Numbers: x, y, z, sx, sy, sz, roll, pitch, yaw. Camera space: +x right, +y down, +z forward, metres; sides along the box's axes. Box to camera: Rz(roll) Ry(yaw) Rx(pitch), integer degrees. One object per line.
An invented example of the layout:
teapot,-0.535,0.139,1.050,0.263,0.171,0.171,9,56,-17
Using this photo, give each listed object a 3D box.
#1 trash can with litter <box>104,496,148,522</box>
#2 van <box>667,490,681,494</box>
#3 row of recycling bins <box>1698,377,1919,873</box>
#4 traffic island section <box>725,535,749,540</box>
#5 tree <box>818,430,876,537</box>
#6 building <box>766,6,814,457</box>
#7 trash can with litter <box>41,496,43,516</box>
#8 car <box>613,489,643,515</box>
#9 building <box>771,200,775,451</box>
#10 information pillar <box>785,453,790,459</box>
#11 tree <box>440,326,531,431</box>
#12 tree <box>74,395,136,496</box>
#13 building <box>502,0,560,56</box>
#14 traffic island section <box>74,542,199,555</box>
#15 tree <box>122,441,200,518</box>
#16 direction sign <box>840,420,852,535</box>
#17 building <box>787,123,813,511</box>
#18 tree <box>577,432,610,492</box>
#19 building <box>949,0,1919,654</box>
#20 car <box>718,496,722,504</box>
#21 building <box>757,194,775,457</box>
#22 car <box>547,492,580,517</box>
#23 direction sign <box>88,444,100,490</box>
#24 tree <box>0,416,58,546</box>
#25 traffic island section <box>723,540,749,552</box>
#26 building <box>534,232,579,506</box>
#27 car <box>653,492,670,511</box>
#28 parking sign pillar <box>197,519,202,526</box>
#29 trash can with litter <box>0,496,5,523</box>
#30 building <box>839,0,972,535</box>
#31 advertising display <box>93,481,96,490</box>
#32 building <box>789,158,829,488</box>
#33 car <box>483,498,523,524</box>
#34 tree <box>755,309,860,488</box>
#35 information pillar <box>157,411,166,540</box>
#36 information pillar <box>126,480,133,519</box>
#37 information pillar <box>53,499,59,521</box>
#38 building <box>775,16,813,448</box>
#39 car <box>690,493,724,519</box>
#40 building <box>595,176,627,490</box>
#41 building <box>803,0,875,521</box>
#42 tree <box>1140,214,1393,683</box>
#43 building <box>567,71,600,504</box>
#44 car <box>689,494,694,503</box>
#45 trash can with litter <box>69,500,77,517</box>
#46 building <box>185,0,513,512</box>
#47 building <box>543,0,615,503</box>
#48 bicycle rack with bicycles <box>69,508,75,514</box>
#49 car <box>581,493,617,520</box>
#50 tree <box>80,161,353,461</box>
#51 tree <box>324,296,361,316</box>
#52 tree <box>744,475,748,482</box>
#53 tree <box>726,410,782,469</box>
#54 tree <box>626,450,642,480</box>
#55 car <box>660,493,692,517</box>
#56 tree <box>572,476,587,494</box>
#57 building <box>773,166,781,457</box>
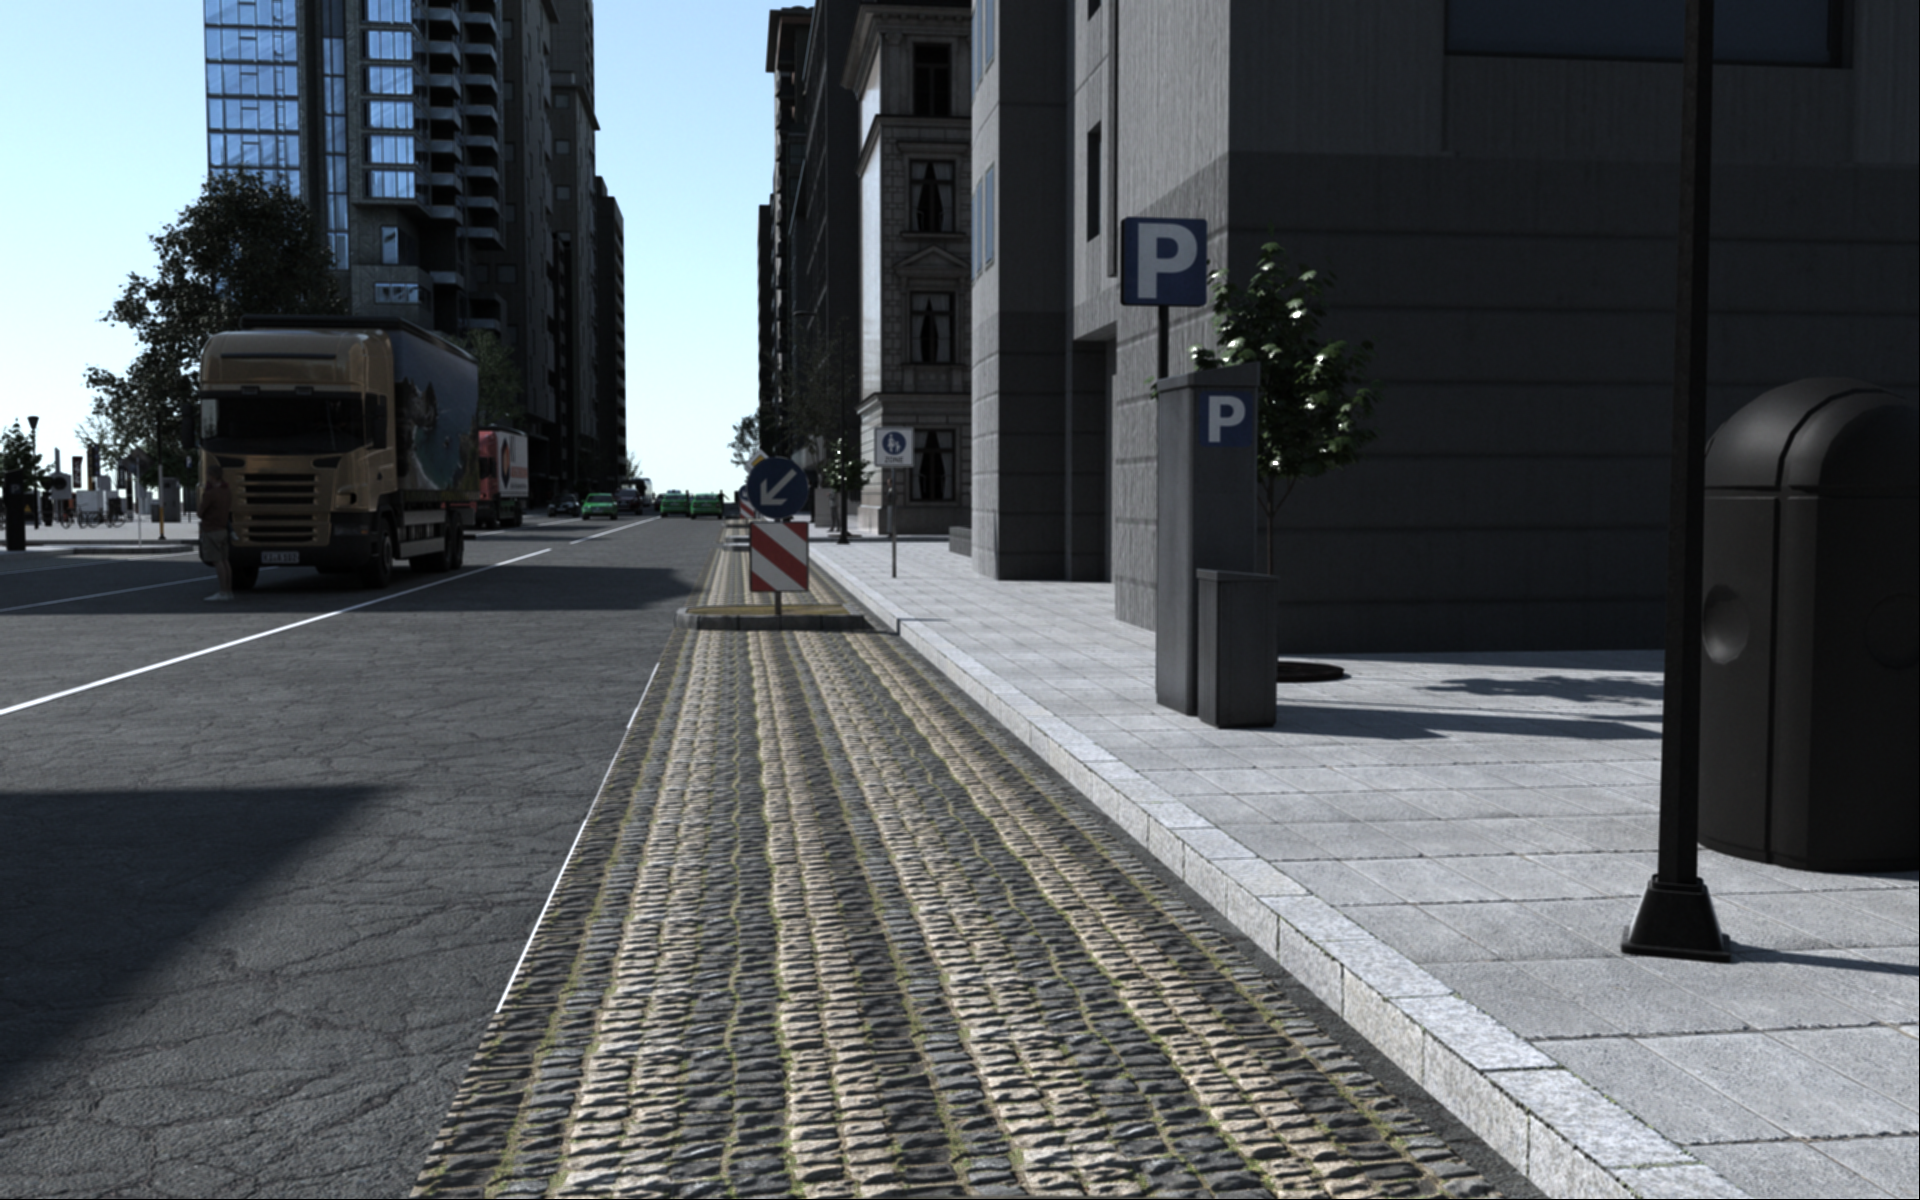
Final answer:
trash can with litter,-38.876,-4.253,80.588,2.233,1.210,1.678,-3,4,-38
van,-27.920,-9.909,169.029,2.013,2.044,4.112,0,4,-8
row of recycling bins,4.413,0.074,5.908,3.534,1.692,1.069,1,4,11
traffic island section,-6.052,-1.825,52.124,2.009,0.180,2.903,0,4,-7
tree,-3.449,-3.501,51.847,1.663,3.219,1.824,0,3,0
building,-6.351,-36.663,188.683,28.713,52.752,27.495,0,4,-7
trash can with litter,-53.259,-5.493,101.196,0.624,1.170,1.055,1,4,23
car,-22.938,-6.748,119.006,2.281,1.827,5.304,0,4,-7
building,-15.663,-38.480,248.752,23.786,49.044,30.456,0,4,-7
information pillar,-9.722,-6.490,97.474,0.504,3.616,0.183,1,4,14
tree,-30.316,-11.047,106.373,9.928,11.665,9.643,0,3,0
tree,-57.042,-10.175,116.718,4.737,8.622,4.395,0,3,0
building,-53.987,-35.315,166.636,28.713,52.752,27.495,0,4,-7
traffic island section,-20.049,-1.223,42.280,2.009,0.180,2.903,0,4,-7
tree,-42.997,-6.666,92.701,4.285,4.588,4.351,0,3,0
direction sign,-3.541,-3.774,53.697,0.379,3.537,0.876,0,4,-3
building,-6.830,-22.458,138.882,14.160,30.474,14.107,0,4,-7
tree,-42.745,-15.320,200.840,4.360,8.622,3.978,0,3,0
building,10.719,-29.676,27.204,21.231,58.520,28.212,0,4,-7
car,-22.711,-8.983,158.874,2.014,1.417,4.499,0,4,-7
building,-21.192,-39.845,275.166,21.300,48.544,21.600,0,4,-7
car,-24.856,-6.047,108.649,2.009,1.686,4.222,-1,4,-8
direction sign,-39.063,-5.269,78.140,0.876,3.537,0.379,2,4,35
tree,-23.253,-2.960,42.996,1.663,3.219,1.824,0,3,0
traffic island section,-5.031,-1.341,44.204,2.009,0.180,2.903,0,4,-7
building,-49.548,-25.512,188.820,14.160,30.474,14.107,0,4,-7
car,-25.236,-8.549,148.819,2.155,1.783,4.494,0,4,-5
parking sign pillar,-30.300,-5.017,70.503,1.447,3.967,1.447,1,4,22
trash can with litter,-41.736,-3.961,75.821,2.233,1.210,1.678,-2,4,-24
building,5.827,-11.929,59.669,19.286,19.102,10.561,0,4,-7
advertising display,-44.264,-5.130,89.084,0.123,1.923,0.974,0,4,3
building,-3.488,-17.980,113.044,14.314,24.678,30.058,0,4,-7
car,-21.941,-4.314,82.337,2.131,1.459,4.920,0,4,-7
tree,-5.673,-7.191,67.933,4.360,8.622,3.978,0,3,0
information pillar,-22.612,-3.525,48.985,0.183,3.616,0.504,-1,4,-23
information pillar,-42.519,-5.149,88.675,0.304,2.012,0.304,-2,4,-28
information pillar,-43.414,-4.815,83.221,0.304,2.012,0.304,-2,4,-32
building,-5.765,-30.939,160.469,22.147,44.769,28.867,0,4,-7
car,-14.562,-5.550,99.536,1.959,1.807,4.718,0,4,-8
building,-62.766,-39.234,265.176,21.300,48.544,21.600,0,4,-7
building,-0.128,-17.873,85.726,14.314,27.812,24.014,0,4,-7
tree,2.065,-1.074,12.158,1.663,3.219,1.824,0,3,0
building,-60.699,-38.521,219.051,28.713,52.752,27.495,0,4,-7
car,-34.315,-12.810,219.028,1.945,1.707,3.694,0,4,-7
trash can with litter,-49.261,-5.199,96.388,1.055,1.170,0.624,0,4,-4
building,-47.199,-50.394,136.620,22.319,86.520,31.000,0,4,-7
building,-59.529,-49.224,243.058,20.563,71.187,20.611,0,4,-7
bicycle rack with bicycles,-55.207,-5.881,109.532,2.852,0.926,2.925,1,4,11
car,-20.028,-5.353,96.317,1.959,1.807,4.718,-1,4,-9
tree,-24.637,-8.733,59.792,9.611,12.733,9.660,0,3,0
tree,-27.945,-8.838,78.918,7.601,10.594,8.767,1,4,14
tree,-28.265,-15.650,239.583,4.285,4.588,4.351,0,3,0
tree,-24.439,-17.448,211.031,9.928,11.665,9.643,0,3,0
tree,-53.893,-20.282,281.971,4.737,8.622,4.395,0,3,0
car,-17.572,-6.028,107.358,1.959,1.807,4.718,0,4,-6
tree,-40.852,-11.719,186.214,1.663,3.219,1.824,0,3,0
building,-17.158,-35.215,225.883,14.600,45.320,14.200,0,4,-7
